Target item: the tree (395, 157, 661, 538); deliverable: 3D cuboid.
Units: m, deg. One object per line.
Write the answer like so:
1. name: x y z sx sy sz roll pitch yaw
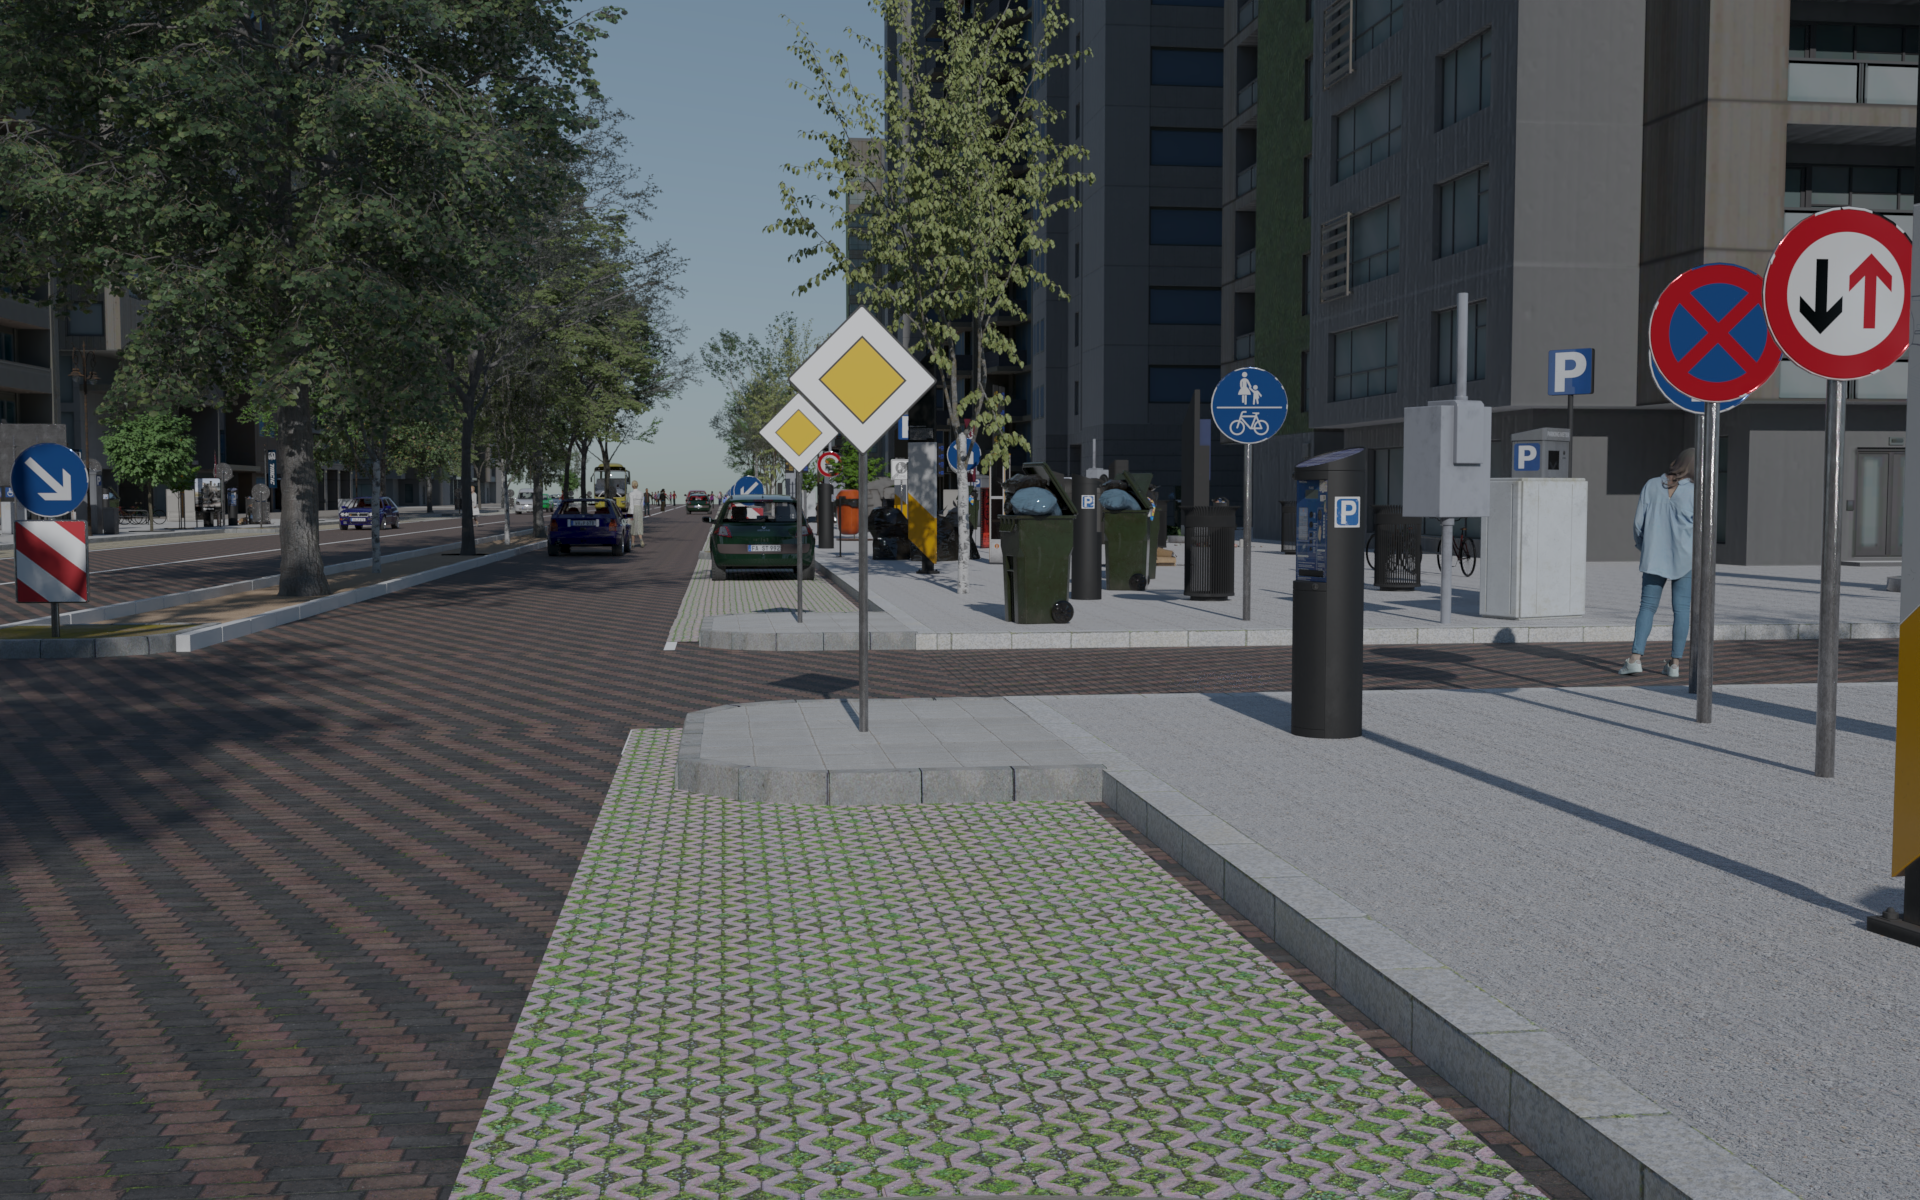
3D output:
1. tree: -13.553 -8.261 55.646 7.486 12.596 7.792 0 3 0

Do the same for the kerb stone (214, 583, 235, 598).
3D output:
1. kerb stone: -10.322 -0.108 24.084 0.120 0.150 1.000 0 4 -8

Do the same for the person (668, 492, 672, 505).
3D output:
1. person: -39.089 -13.729 233.648 1.217 1.739 0.721 2 4 32

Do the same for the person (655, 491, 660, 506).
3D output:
1. person: -36.405 -12.262 208.964 0.705 1.826 1.348 1 4 18

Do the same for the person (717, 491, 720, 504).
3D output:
1. person: -32.925 -14.010 237.707 1.348 1.807 0.705 3 5 45

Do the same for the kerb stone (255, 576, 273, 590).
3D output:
1. kerb stone: -10.591 -0.236 26.110 0.120 0.150 1.000 0 4 -8

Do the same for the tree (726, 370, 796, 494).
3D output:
1. tree: -11.388 -9.593 107.207 4.360 8.622 3.978 0 3 0

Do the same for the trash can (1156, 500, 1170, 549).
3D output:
1. trash can: 4.412 -1.704 39.514 0.748 1.137 0.748 0 3 0

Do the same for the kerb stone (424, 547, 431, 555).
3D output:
1. kerb stone: -12.522 -1.109 40.335 0.120 0.150 1.000 0 4 -8

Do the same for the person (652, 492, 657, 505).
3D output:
1. person: -38.906 -12.966 221.181 1.217 1.739 0.721 0 4 -2

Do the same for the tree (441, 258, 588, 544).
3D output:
1. tree: -12.740 -5.849 48.447 4.360 8.622 3.978 0 3 0

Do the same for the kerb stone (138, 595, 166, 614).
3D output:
1. kerb stone: -9.898 0.071 21.037 0.120 0.150 1.000 0 4 -8

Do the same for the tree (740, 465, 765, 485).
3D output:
1. tree: -22.820 -12.641 190.389 4.285 4.588 4.351 0 3 0

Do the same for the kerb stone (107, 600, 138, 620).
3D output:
1. kerb stone: -9.765 0.133 20.018 0.120 0.150 1.000 0 4 -8

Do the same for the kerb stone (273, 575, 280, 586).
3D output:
1. kerb stone: -10.736 -0.301 27.122 0.120 0.150 1.000 0 4 -8

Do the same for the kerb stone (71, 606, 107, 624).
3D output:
1. kerb stone: -9.628 0.195 19.001 0.120 0.150 1.000 0 4 -8

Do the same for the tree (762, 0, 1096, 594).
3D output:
1. tree: -0.123 -4.373 21.853 4.737 8.622 4.395 0 3 0

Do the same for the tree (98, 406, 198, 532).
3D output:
1. tree: -27.582 -4.608 59.055 4.285 4.588 4.351 0 3 0

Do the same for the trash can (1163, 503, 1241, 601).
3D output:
1. trash can: 3.007 -0.564 20.881 0.748 1.137 0.748 0 3 0

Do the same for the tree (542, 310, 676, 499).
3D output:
1. tree: -17.575 -9.632 85.693 9.928 11.665 9.643 0 3 0

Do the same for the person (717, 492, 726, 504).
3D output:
1. person: -30.082 -12.765 217.925 1.217 1.735 0.721 0 4 -6

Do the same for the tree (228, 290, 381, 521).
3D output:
1. tree: -30.811 -9.529 81.562 9.928 11.665 9.643 0 3 0

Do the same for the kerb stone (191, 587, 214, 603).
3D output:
1. kerb stone: -10.176 -0.052 23.072 0.120 0.150 1.000 0 4 -8

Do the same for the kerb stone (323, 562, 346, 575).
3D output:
1. kerb stone: -11.285 -0.548 31.192 0.120 0.150 1.000 0 4 -8

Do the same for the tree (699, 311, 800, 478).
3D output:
1. tree: -19.591 -19.700 177.991 12.611 20.169 13.585 0 3 0

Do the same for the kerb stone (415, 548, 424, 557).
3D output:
1. kerb stone: -12.381 -1.042 39.317 0.120 0.150 1.000 0 4 -8

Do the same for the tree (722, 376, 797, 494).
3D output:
1. tree: -17.056 -13.988 154.454 9.928 11.665 9.643 0 3 0

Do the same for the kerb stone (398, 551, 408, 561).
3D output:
1. kerb stone: -12.098 -0.923 37.281 0.120 0.150 1.000 0 4 -8

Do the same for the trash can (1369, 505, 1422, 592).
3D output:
1. trash can: 5.801 -0.691 22.951 0.748 1.137 0.748 0 3 0

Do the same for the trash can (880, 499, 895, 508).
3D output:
1. trash can: -2.191 -2.666 55.235 0.748 1.137 0.748 0 3 0

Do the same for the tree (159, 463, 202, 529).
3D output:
1. tree: -28.387 -4.190 63.115 1.663 3.219 1.824 0 3 0

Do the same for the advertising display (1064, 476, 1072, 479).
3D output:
1. advertising display: 3.717 -3.534 62.999 0.974 1.923 0.123 0 4 0

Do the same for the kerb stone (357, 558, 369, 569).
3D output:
1. kerb stone: -11.549 -0.674 33.222 0.120 0.150 1.000 0 4 -8

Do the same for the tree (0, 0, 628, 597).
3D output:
1. tree: -9.198 -7.016 23.830 9.857 13.997 8.962 0 3 0

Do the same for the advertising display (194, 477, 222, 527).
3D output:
1. advertising display: -29.166 -3.790 67.184 0.974 1.923 0.123 -1 4 -17

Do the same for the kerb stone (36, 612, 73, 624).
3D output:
1. kerb stone: -9.496 0.260 17.988 0.120 0.150 1.000 0 4 -8

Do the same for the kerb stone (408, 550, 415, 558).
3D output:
1. kerb stone: -12.251 -0.985 38.303 0.120 0.150 1.000 0 4 -8

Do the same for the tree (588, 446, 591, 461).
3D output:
1. tree: -50.700 -16.986 228.088 4.360 8.622 3.978 0 3 0

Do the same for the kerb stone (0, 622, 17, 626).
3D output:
1. kerb stone: -9.345 0.322 16.974 0.120 0.150 1.000 0 4 -8

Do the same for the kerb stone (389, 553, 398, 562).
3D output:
1. kerb stone: -11.974 -0.853 36.264 0.120 0.150 1.000 0 4 -8

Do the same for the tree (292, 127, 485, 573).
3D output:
1. tree: -10.609 -4.797 31.252 4.737 8.622 4.395 0 3 0

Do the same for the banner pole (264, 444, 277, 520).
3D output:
1. banner pole: -34.268 -5.870 85.989 0.863 3.779 0.401 1 4 15

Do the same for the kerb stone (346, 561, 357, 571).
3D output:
1. kerb stone: -11.423 -0.612 32.206 0.120 0.150 1.000 0 4 -8

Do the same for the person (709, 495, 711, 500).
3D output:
1. person: -26.801 -10.655 185.940 0.599 1.433 0.991 2 4 29

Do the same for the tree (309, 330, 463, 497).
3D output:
1. tree: -33.048 -11.137 99.094 9.611 12.733 9.660 0 3 0

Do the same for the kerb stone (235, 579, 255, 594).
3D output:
1. kerb stone: -10.459 -0.174 25.097 0.120 0.150 1.000 0 4 -8

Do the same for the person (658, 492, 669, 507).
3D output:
1. person: -31.637 -10.809 185.172 1.348 1.831 0.705 1 4 21

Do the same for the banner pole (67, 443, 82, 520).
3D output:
1. banner pole: -43.370 -5.795 84.760 0.863 3.779 0.401 -1 4 -20

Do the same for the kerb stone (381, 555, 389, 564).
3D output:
1. kerb stone: -11.833 -0.798 35.249 0.120 0.150 1.000 0 4 -8

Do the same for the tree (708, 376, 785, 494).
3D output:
1. tree: -15.258 -12.344 136.233 8.767 10.594 7.601 -3 4 -36

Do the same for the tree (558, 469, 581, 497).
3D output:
1. tree: -48.691 -14.184 215.625 4.285 4.588 4.351 0 3 0

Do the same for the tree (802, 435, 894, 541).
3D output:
1. tree: -3.030 -3.245 47.663 1.663 3.219 1.824 0 3 0

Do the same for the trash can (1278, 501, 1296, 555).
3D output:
1. trash can: 7.103 -1.528 36.643 0.748 1.137 0.748 0 3 0

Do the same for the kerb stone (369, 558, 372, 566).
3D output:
1. kerb stone: -11.701 -0.733 34.236 0.120 0.150 1.000 0 4 -8

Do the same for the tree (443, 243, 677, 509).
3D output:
1. tree: -14.653 -7.759 63.725 8.767 10.594 7.601 0 4 -8

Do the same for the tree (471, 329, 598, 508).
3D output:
1. tree: -41.811 -18.542 159.057 12.611 20.169 13.585 0 3 0

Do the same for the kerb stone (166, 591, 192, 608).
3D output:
1. kerb stone: -10.035 0.009 22.054 0.120 0.150 1.000 0 4 -8

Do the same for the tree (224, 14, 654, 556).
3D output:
1. tree: -11.477 -7.776 39.963 12.009 13.543 11.850 0 3 0
